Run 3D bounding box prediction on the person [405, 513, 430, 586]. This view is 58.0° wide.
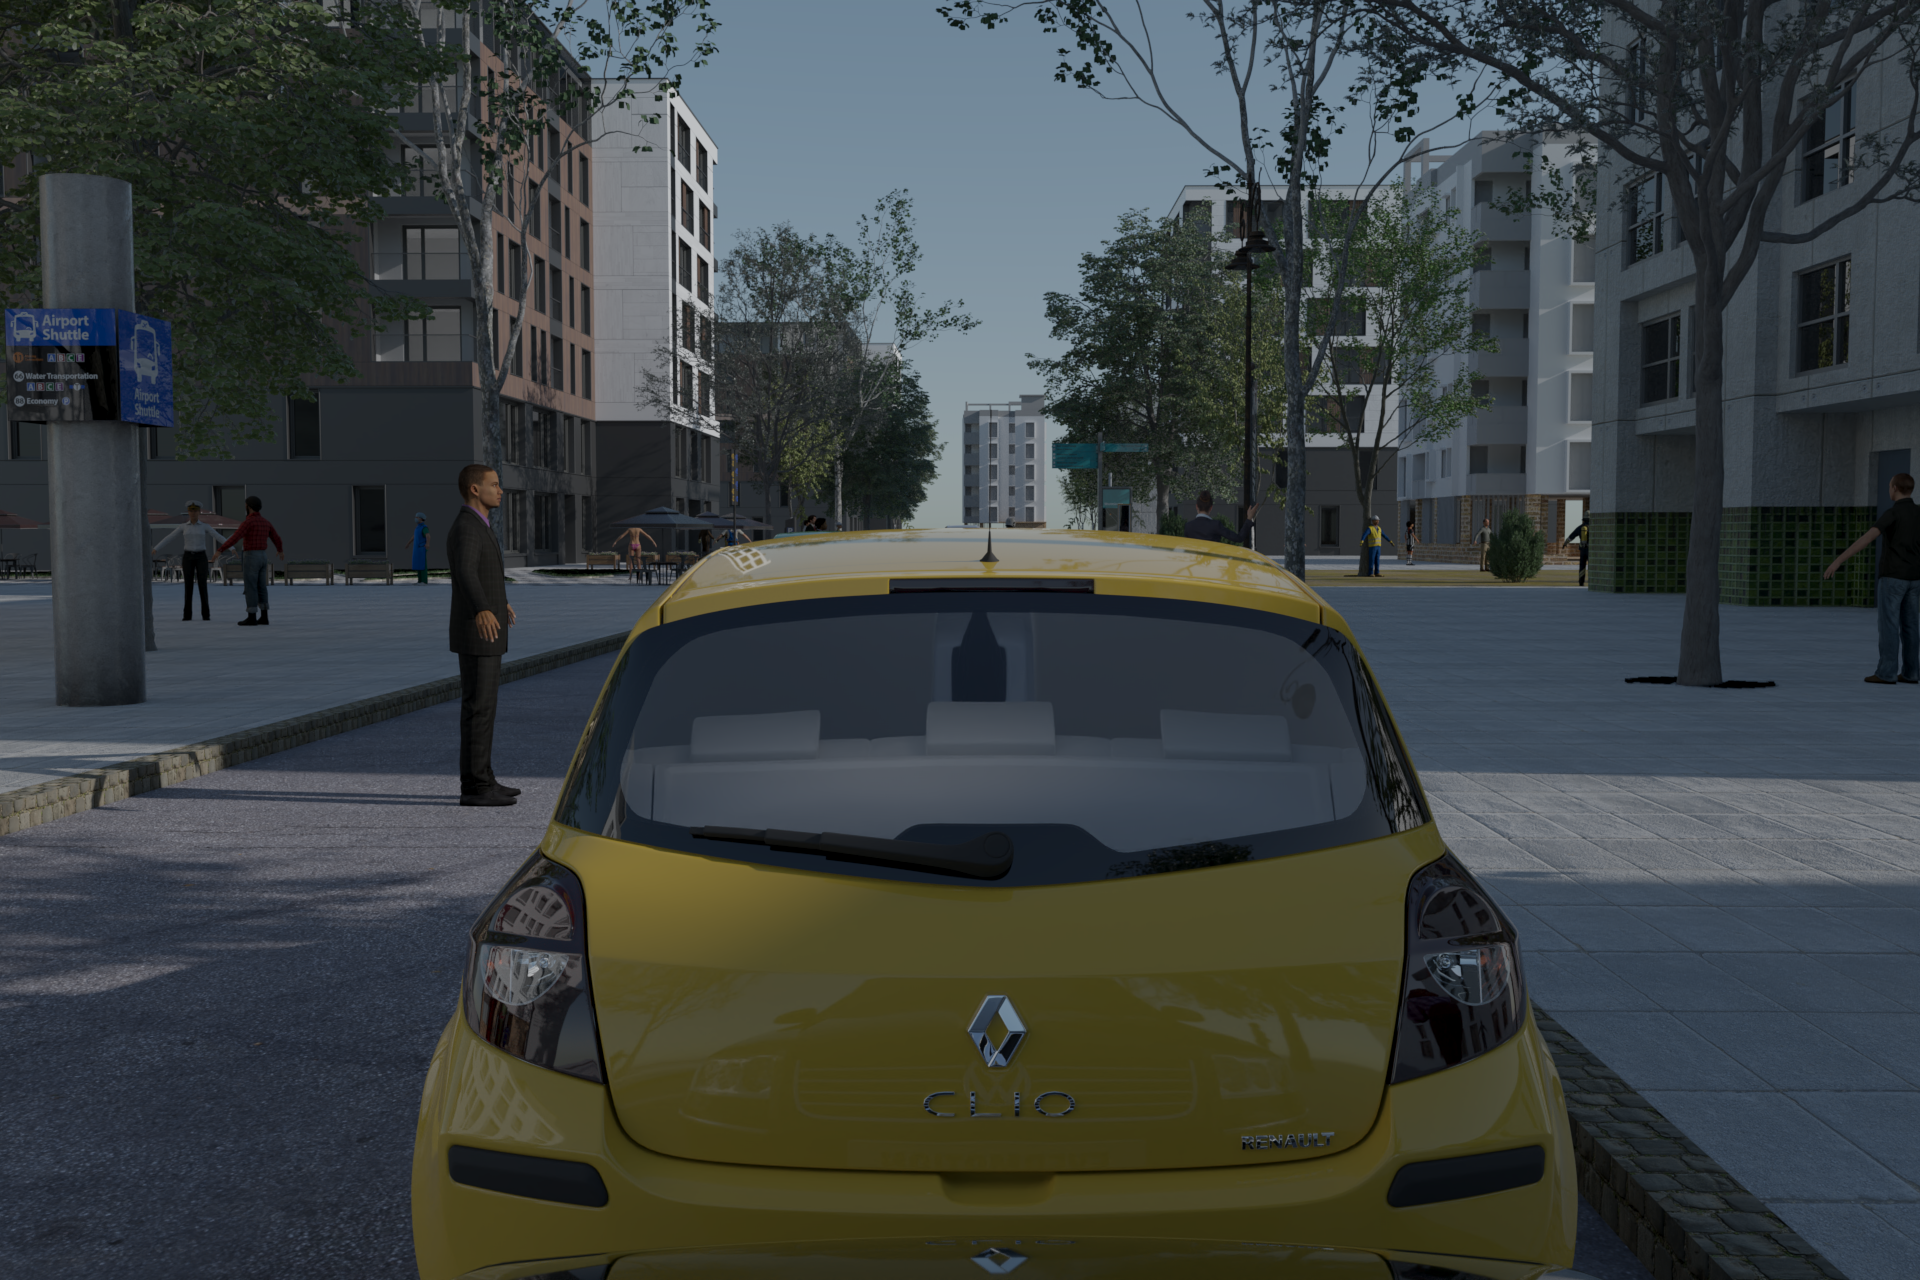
[{"bbox_3d":[-13.449,-2.262,43.112,0.704,1.817,1.347,-3,5,-40],"label":"person"}]

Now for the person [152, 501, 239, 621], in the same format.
[{"bbox_3d":[-11.322,-1.172,25.622,1.216,1.778,0.721,-1,4,-18],"label":"person"}]

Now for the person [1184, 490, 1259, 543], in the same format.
[{"bbox_3d":[2.649,-0.661,17.655,0.742,1.727,0.445,0,4,2],"label":"person"}]

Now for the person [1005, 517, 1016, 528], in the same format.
[{"bbox_3d":[1.270,-2.151,43.396,1.354,1.858,0.705,2,4,28],"label":"person"}]

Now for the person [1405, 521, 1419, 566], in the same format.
[{"bbox_3d":[18.330,-3.933,70.446,0.704,1.843,1.345,0,4,-6],"label":"person"}]

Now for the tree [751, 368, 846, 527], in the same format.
[{"bbox_3d":[-7.206,-7.717,76.529,4.737,8.622,4.395,0,3,0],"label":"tree"}]

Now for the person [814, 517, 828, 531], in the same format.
[{"bbox_3d":[-2.500,-1.417,32.347,0.721,1.740,1.216,-1,4,-13],"label":"person"}]

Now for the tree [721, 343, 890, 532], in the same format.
[{"bbox_3d":[-7.559,-9.156,84.110,8.767,10.594,7.601,0,4,0],"label":"tree"}]

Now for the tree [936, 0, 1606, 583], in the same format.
[{"bbox_3d":[5.651,-10.806,32.571,12.611,20.169,13.585,0,3,0],"label":"tree"}]

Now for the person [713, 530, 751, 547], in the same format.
[{"bbox_3d":[-7.719,-3.238,58.796,1.347,1.847,0.705,0,4,-7],"label":"person"}]

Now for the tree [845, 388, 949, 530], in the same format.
[{"bbox_3d":[-5.693,-14.262,139.840,9.857,13.997,8.962,0,3,0],"label":"tree"}]

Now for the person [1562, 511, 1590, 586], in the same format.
[{"bbox_3d":[15.438,-2.250,42.574,1.354,1.856,0.705,3,5,42],"label":"person"}]

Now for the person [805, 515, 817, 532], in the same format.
[{"bbox_3d":[-4.044,-2.542,47.748,0.705,1.806,1.347,1,4,21],"label":"person"}]

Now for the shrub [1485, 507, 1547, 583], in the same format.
[{"bbox_3d":[14.672,-2.530,45.782,1.690,2.028,1.600,0,3,0],"label":"shrub"}]

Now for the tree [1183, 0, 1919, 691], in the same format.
[{"bbox_3d":[6.281,-6.348,14.163,12.009,13.543,11.850,0,3,0],"label":"tree"}]

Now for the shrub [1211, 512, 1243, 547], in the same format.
[{"bbox_3d":[8.747,-3.286,58.152,1.690,2.028,1.600,0,3,0],"label":"shrub"}]

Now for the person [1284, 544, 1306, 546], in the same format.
[{"bbox_3d":[13.993,-3.861,72.394,0.991,1.433,0.599,-1,4,-12],"label":"person"}]

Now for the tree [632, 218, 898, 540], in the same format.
[{"bbox_3d":[-7.540,-9.637,67.941,12.009,13.543,11.850,0,3,0],"label":"tree"}]

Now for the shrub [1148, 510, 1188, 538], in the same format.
[{"bbox_3d":[6.209,-2.841,50.862,1.690,2.028,1.600,0,3,0],"label":"shrub"}]

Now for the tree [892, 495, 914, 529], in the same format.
[{"bbox_3d":[-5.486,-12.149,149.001,4.737,8.622,4.395,0,3,0],"label":"tree"}]

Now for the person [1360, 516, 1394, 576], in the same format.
[{"bbox_3d":[12.419,-2.803,51.791,1.349,1.833,0.705,-2,4,-30],"label":"person"}]

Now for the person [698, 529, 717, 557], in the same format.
[{"bbox_3d":[-10.597,-4.049,72.345,0.704,1.812,1.346,-3,5,-41],"label":"person"}]

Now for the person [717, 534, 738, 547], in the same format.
[{"bbox_3d":[-10.542,-4.471,78.863,0.705,1.858,1.354,3,4,37],"label":"person"}]

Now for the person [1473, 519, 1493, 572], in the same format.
[{"bbox_3d":[17.933,-3.229,59.059,1.348,1.796,0.705,-2,4,-31],"label":"person"}]

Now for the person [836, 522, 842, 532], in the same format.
[{"bbox_3d":[-4.778,-3.871,69.748,0.721,1.772,1.216,0,4,7],"label":"person"}]

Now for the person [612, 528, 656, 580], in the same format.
[{"bbox_3d":[-9.131,-2.556,48.596,1.217,1.733,0.721,-1,4,-13],"label":"person"}]

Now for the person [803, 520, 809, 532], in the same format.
[{"bbox_3d":[-5.657,-3.557,64.340,0.705,1.806,1.347,0,4,-2],"label":"person"}]

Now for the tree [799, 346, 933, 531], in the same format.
[{"bbox_3d":[-6.483,-12.903,117.621,9.857,13.997,8.962,0,3,0],"label":"tree"}]

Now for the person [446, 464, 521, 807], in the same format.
[{"bbox_3d":[-2.533,-0.034,9.234,0.704,1.802,1.346,-1,4,-11],"label":"person"}]

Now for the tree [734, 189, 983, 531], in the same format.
[{"bbox_3d":[-5.543,-14.598,94.565,12.611,20.169,13.585,0,3,0],"label":"tree"}]

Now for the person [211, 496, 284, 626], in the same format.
[{"bbox_3d":[-9.923,-1.113,24.309,0.704,1.816,1.345,1,4,20],"label":"person"}]

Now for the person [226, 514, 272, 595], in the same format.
[{"bbox_3d":[-15.041,-1.830,36.749,1.217,1.735,0.721,-1,4,-18],"label":"person"}]

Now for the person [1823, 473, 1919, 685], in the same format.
[{"bbox_3d":[8.043,-0.529,14.865,1.348,1.803,0.705,-1,4,-16],"label":"person"}]
